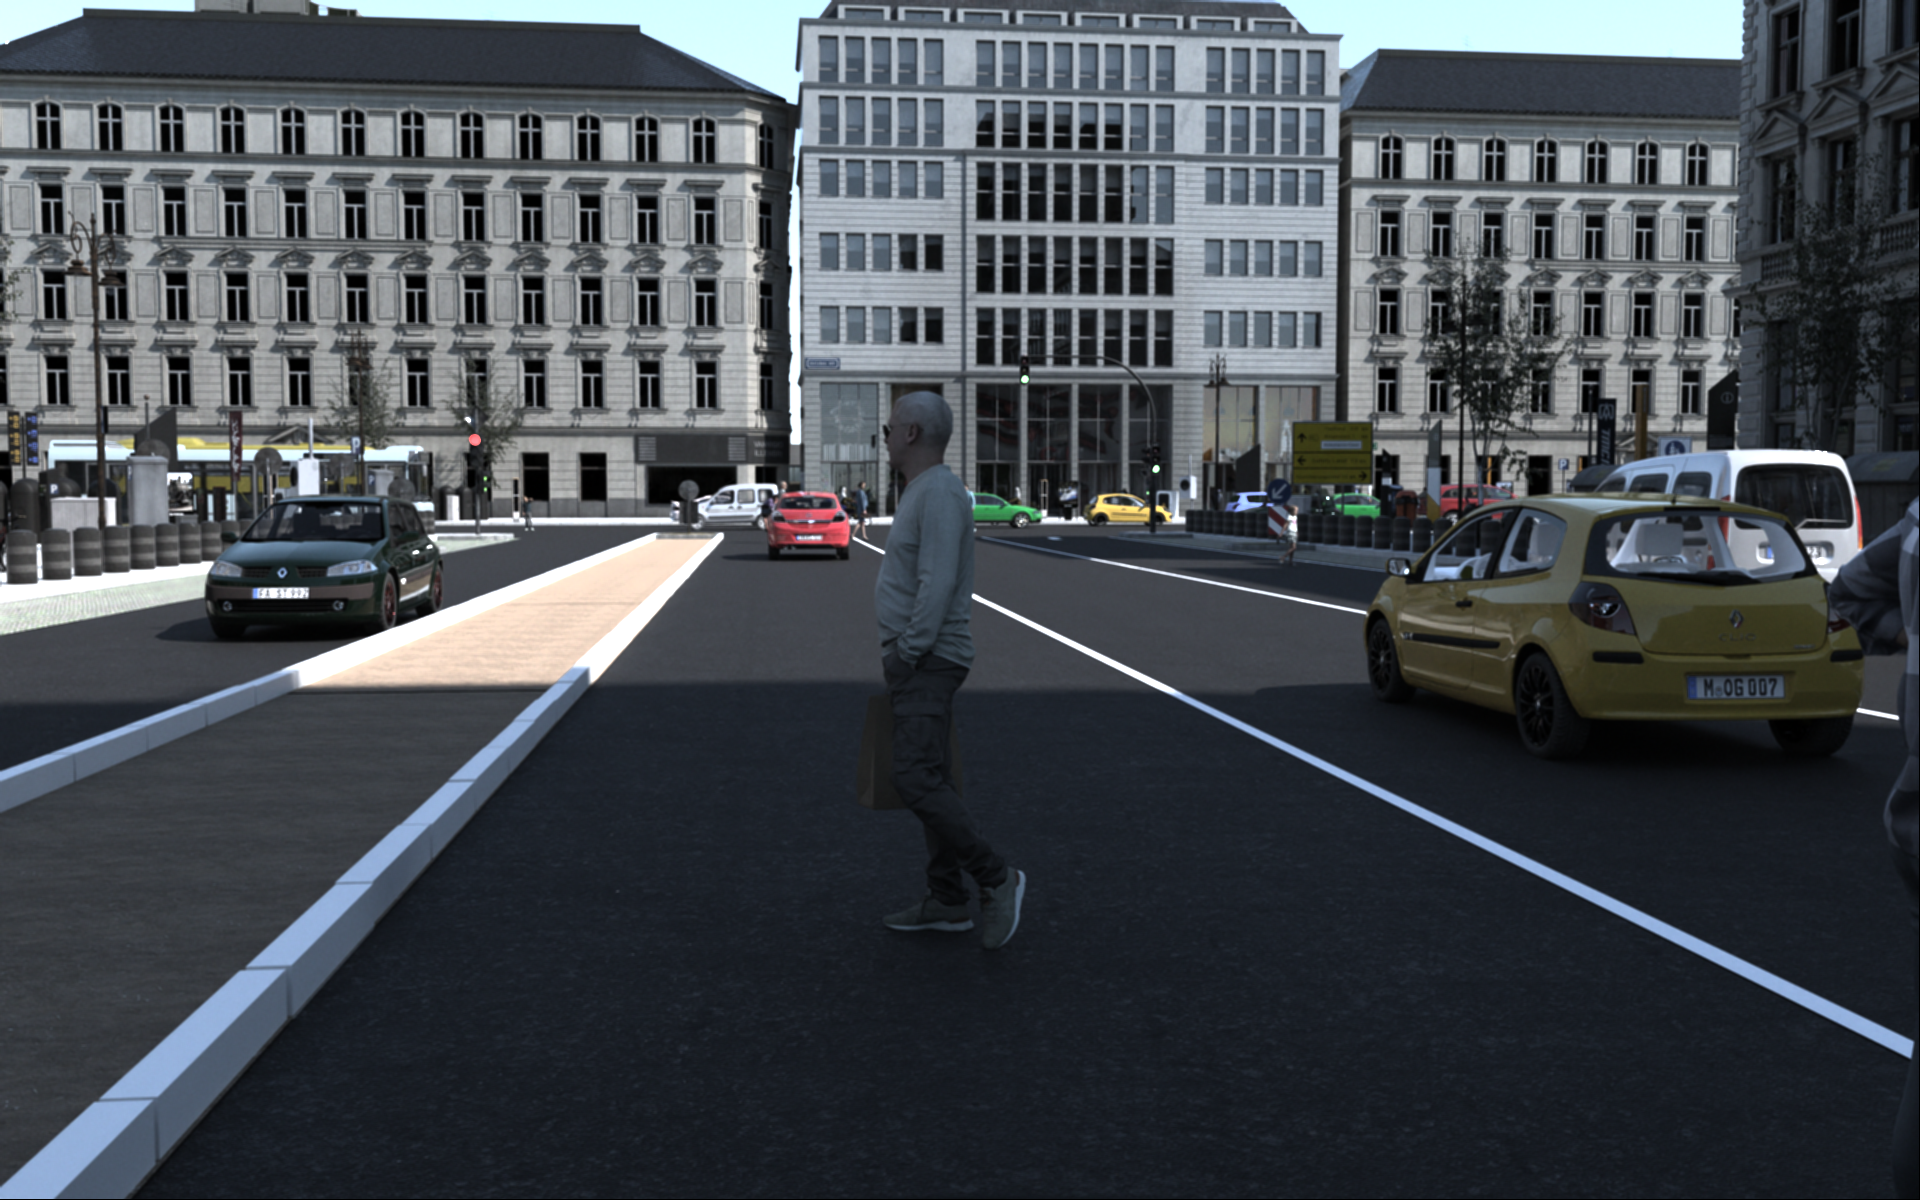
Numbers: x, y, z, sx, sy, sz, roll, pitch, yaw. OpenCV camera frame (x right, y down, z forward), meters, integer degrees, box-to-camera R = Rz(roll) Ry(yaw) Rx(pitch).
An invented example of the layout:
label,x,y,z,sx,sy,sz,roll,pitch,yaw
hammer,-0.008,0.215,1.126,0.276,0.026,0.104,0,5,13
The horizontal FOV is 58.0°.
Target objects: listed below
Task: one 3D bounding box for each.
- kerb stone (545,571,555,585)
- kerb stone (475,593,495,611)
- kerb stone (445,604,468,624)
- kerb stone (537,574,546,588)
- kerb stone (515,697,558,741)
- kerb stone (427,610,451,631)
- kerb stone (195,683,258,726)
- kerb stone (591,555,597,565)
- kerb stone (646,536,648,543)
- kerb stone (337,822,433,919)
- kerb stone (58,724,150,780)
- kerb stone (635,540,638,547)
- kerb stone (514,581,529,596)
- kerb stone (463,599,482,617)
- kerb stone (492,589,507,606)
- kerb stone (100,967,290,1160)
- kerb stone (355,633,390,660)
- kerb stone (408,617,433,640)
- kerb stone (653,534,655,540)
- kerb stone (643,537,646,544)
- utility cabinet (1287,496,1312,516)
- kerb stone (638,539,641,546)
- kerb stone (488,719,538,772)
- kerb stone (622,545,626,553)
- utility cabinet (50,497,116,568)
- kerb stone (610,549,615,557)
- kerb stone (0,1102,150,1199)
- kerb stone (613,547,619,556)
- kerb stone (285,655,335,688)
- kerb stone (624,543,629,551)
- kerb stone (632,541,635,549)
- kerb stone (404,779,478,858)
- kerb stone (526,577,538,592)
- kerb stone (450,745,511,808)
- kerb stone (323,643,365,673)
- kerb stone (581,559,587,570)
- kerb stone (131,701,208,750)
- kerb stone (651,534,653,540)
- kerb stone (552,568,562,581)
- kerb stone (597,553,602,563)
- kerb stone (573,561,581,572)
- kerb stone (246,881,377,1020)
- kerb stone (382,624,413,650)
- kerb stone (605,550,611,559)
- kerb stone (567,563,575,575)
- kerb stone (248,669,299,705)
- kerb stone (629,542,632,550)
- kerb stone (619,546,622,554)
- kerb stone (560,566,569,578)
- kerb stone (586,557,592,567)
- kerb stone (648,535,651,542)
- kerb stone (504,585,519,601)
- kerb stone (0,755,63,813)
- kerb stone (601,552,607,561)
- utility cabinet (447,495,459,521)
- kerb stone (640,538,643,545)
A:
label,x,y,z,sx,sy,sz,roll,pitch,yaw
kerb stone,-6.589,-0.320,27.478,0.120,0.150,1.000,0,4,-6
kerb stone,-5.899,0.053,21.337,0.120,0.150,1.000,0,4,-6
kerb stone,-5.663,0.177,19.295,0.120,0.150,1.000,0,4,-6
kerb stone,-6.482,-0.257,26.459,0.120,0.150,1.000,0,4,-6
kerb stone,-2.529,0.726,10.319,0.120,0.150,1.000,0,4,-6
kerb stone,-5.551,0.244,18.272,0.120,0.150,1.000,0,4,-6
kerb stone,-4.733,0.677,11.121,0.120,0.150,1.000,0,4,-6
kerb stone,-7.407,-0.759,34.619,0.120,0.150,1.000,0,4,-6
kerb stone,-9.159,-1.698,49.954,0.120,0.150,1.000,0,4,-6
kerb stone,-2.060,0.977,6.225,0.120,0.150,1.000,0,4,-6
kerb stone,-4.498,0.803,9.072,0.120,0.150,1.000,0,4,-6
kerb stone,-8.694,-1.445,45.867,0.120,0.150,1.000,0,4,-6
kerb stone,-6.244,-0.135,24.410,0.120,0.150,1.000,0,4,-6
kerb stone,-5.777,0.119,20.314,0.120,0.150,1.000,0,4,-6
kerb stone,-6.011,-0.010,22.356,0.120,0.150,1.000,0,4,-6
kerb stone,-1.826,1.104,4.188,0.120,0.150,1.000,0,4,-6
kerb stone,-5.195,0.427,15.209,0.120,0.150,1.000,0,4,-6
kerb stone,-5.429,0.307,17.254,0.120,0.150,1.000,0,4,-6
kerb stone,-9.512,-1.885,53.019,0.120,0.150,1.000,0,4,-6
kerb stone,-9.038,-1.635,48.930,0.120,0.150,1.000,0,4,-6
utility cabinet,11.074,-2.781,56.623,0.306,1.237,1.020,-1,4,-21
kerb stone,-8.807,-1.510,46.886,0.120,0.150,1.000,0,4,-6
kerb stone,-2.407,0.790,9.301,0.120,0.150,1.000,0,4,-6
kerb stone,-8.219,-1.197,41.773,0.120,0.150,1.000,0,4,-6
utility cabinet,-15.176,-1.152,30.004,1.020,1.237,0.306,0,4,5
kerb stone,-7.877,-1.010,38.709,0.120,0.150,1.000,0,4,-6
kerb stone,-1.710,1.164,3.169,0.120,0.150,1.000,0,4,-6
kerb stone,-7.993,-1.072,39.735,0.120,0.150,1.000,0,4,-6
kerb stone,-4.961,0.556,13.171,0.120,0.150,1.000,0,4,-6
kerb stone,-8.337,-1.260,42.806,0.120,0.150,1.000,0,4,-6
kerb stone,-8.570,-1.386,44.849,0.120,0.150,1.000,0,4,-6
kerb stone,-2.174,0.918,7.249,0.120,0.150,1.000,0,4,-6
kerb stone,-6.354,-0.198,25.430,0.120,0.150,1.000,0,4,-6
kerb stone,-2.293,0.851,8.282,0.120,0.150,1.000,0,4,-6
kerb stone,-5.076,0.490,14.191,0.120,0.150,1.000,0,4,-6
kerb stone,-7.178,-0.635,32.580,0.120,0.150,1.000,0,4,-6
kerb stone,-4.619,0.740,10.091,0.120,0.150,1.000,0,4,-6
kerb stone,-9.384,-1.821,52.002,0.120,0.150,1.000,0,4,-6
kerb stone,-6.711,-0.386,28.504,0.120,0.150,1.000,0,4,-6
kerb stone,-7.525,-0.818,35.637,0.120,0.150,1.000,0,4,-6
kerb stone,-7.060,-0.570,31.562,0.120,0.150,1.000,0,4,-6
kerb stone,-1.935,1.039,5.207,0.120,0.150,1.000,0,4,-6
kerb stone,-5.312,0.365,16.235,0.120,0.150,1.000,0,4,-6
kerb stone,-7.750,-0.946,37.676,0.120,0.150,1.000,0,4,-6
kerb stone,-6.951,-0.506,30.540,0.120,0.150,1.000,0,4,-6
kerb stone,-4.850,0.624,12.141,0.120,0.150,1.000,0,4,-6
kerb stone,-8.461,-1.323,43.826,0.120,0.150,1.000,0,4,-6
kerb stone,-8.110,-1.135,40.753,0.120,0.150,1.000,0,4,-6
kerb stone,-6.831,-0.448,29.522,0.120,0.150,1.000,0,4,-6
kerb stone,-7.294,-0.690,33.600,0.120,0.150,1.000,0,4,-6
kerb stone,-9.273,-1.758,50.983,0.120,0.150,1.000,0,4,-6
kerb stone,-6.123,-0.073,23.392,0.120,0.150,1.000,0,4,-6
kerb stone,-4.381,0.865,8.053,0.120,0.150,1.000,0,4,-6
kerb stone,-7.640,-0.884,36.656,0.120,0.150,1.000,0,4,-6
utility cabinet,-24.065,-4.348,82.245,0.306,1.237,1.020,0,4,1
kerb stone,-8.928,-1.573,47.911,0.120,0.150,1.000,0,4,-6
